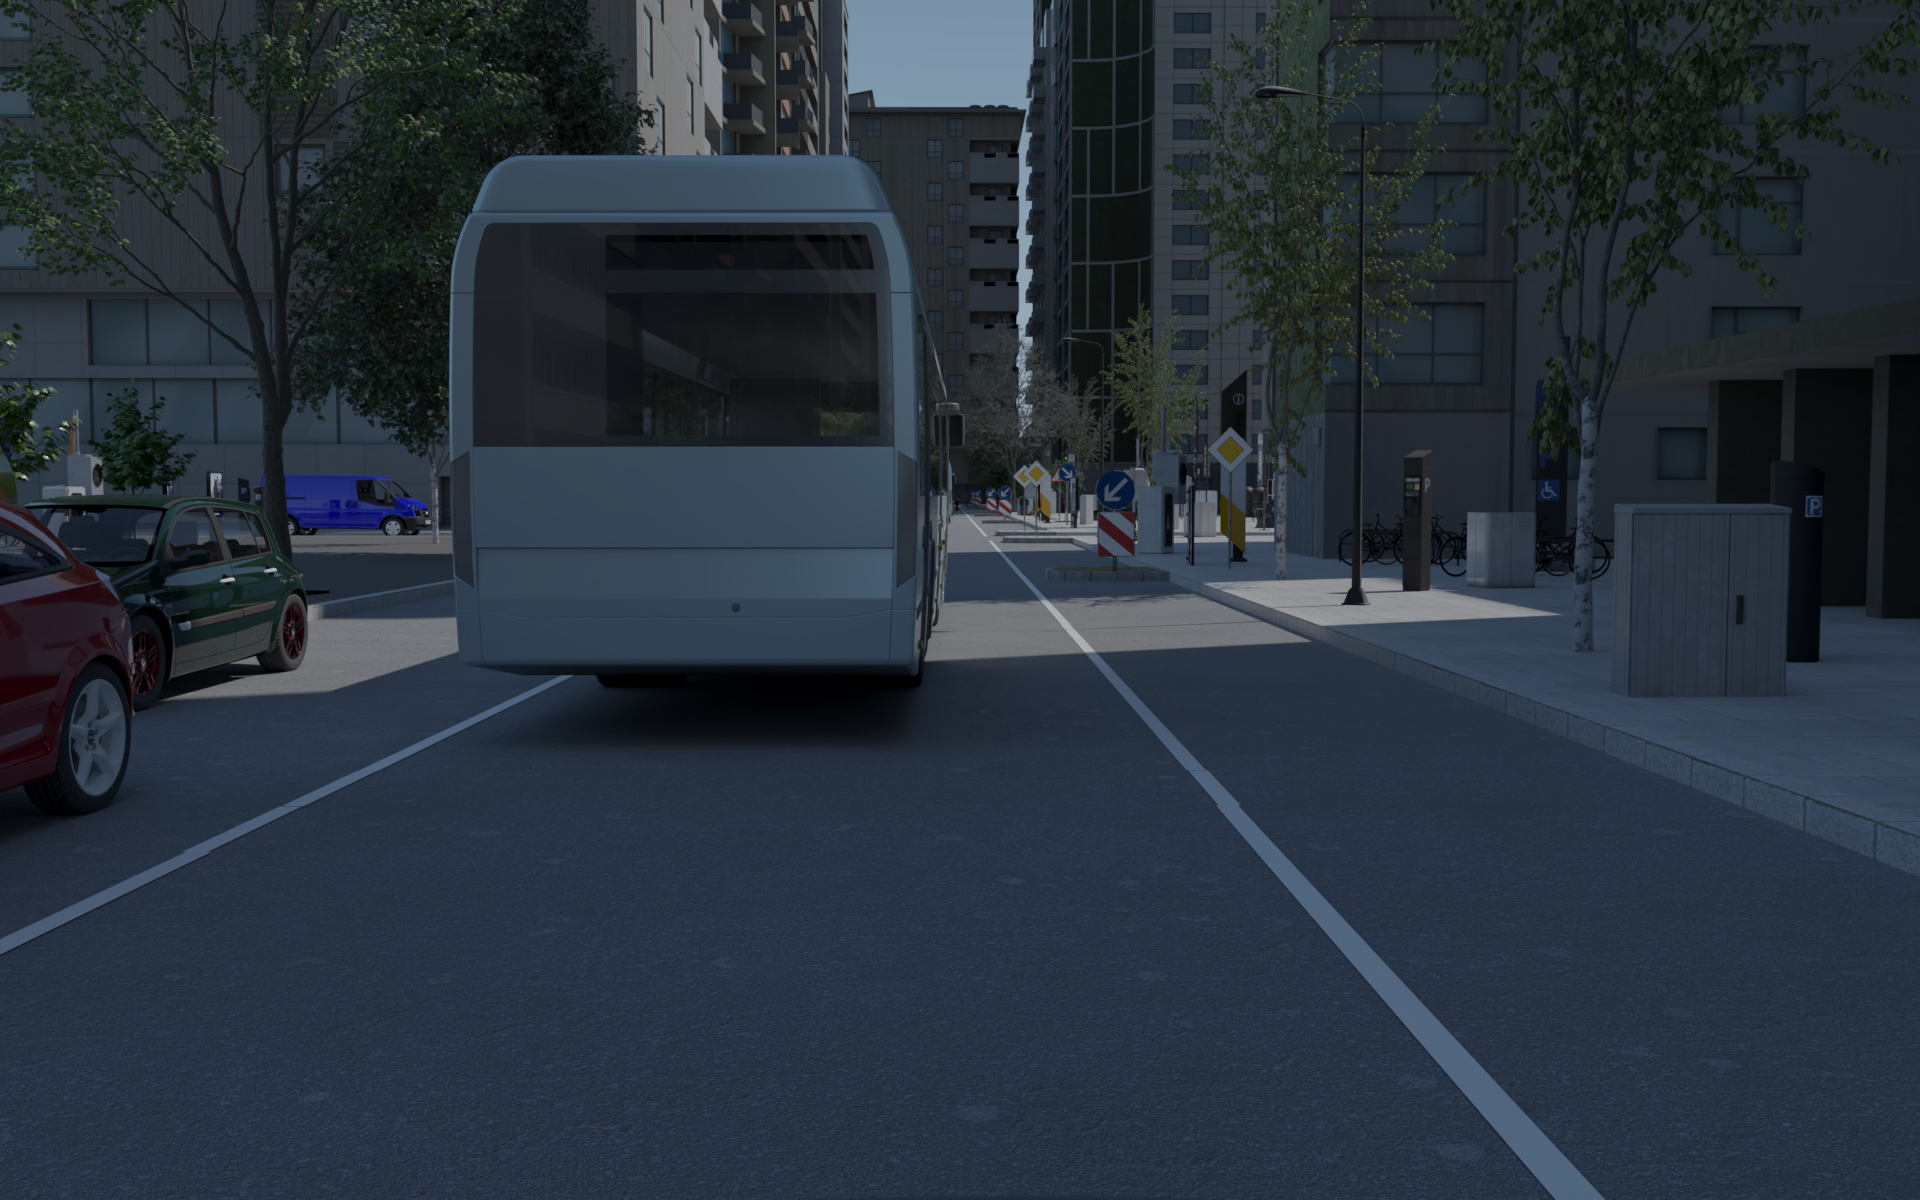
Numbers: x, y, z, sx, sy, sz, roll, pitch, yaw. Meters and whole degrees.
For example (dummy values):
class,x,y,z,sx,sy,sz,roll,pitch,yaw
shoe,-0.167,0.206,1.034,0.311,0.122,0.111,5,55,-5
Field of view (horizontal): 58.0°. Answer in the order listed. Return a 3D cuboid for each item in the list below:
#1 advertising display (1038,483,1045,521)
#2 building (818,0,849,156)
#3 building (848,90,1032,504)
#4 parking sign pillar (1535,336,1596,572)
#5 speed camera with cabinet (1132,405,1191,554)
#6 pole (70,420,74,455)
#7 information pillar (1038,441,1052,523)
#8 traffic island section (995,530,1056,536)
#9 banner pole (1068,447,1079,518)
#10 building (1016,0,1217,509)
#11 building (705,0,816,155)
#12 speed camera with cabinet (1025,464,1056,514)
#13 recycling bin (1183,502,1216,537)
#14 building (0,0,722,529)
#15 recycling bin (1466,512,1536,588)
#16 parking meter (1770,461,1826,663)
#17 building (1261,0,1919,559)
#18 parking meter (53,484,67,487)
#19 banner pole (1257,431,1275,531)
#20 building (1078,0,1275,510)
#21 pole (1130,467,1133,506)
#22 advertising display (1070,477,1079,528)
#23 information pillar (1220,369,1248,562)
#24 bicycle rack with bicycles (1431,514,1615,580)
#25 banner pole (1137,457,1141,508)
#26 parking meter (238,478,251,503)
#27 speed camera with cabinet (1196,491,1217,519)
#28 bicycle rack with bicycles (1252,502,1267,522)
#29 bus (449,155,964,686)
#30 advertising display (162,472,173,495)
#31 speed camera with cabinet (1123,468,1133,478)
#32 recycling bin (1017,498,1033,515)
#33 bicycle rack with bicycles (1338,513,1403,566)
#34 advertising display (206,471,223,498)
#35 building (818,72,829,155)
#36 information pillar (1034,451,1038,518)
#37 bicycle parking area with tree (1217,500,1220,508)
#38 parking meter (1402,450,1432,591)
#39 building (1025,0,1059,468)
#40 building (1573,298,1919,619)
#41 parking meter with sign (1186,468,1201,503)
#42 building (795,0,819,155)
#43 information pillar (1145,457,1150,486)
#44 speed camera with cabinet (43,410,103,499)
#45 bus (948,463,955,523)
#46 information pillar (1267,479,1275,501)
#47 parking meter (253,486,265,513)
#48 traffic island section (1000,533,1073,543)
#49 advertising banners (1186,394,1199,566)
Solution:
class,x,y,z,sx,sy,sz,roll,pitch,yaw
advertising display,3.938,-4.663,81.453,0.123,1.923,0.974,2,4,29
building,-26.895,-40.055,196.904,28.212,58.520,21.231,0,4,0
building,-3.265,-39.475,234.657,27.495,52.752,28.713,0,4,0
parking sign pillar,9.953,-2.485,29.099,1.447,3.967,1.447,1,4,23
speed camera with cabinet,4.433,-2.659,37.808,0.660,3.252,2.038,1,4,22
pole,-24.403,-3.298,47.772,0.158,3.312,0.155,0,3,0
information pillar,3.779,-5.173,75.927,0.504,3.616,0.183,-2,4,-31
traffic island section,2.243,-2.291,59.741,2.009,0.180,2.903,0,4,0
banner pole,6.041,-6.226,91.806,0.863,3.779,0.401,-2,4,-34
building,16.702,-46.328,195.717,20.563,71.187,20.611,0,4,0
building,-21.190,-28.149,114.863,22.147,44.769,28.867,0,4,0
speed camera with cabinet,5.292,-7.308,113.822,2.038,3.252,0.660,0,4,1
recycling bin,7.166,-2.396,51.734,0.722,1.027,0.722,-3,4,-38
building,-25.062,-29.671,74.358,28.713,52.752,27.495,0,4,0
recycling bin,7.466,-0.694,23.906,0.722,1.027,0.722,0,4,-5
parking meter,6.418,-0.299,13.308,0.372,1.533,0.369,0,3,0
building,14.123,-21.783,39.754,14.154,41.232,14.086,0,4,0
parking meter,-22.255,-2.103,42.793,0.372,1.533,0.369,0,3,0
banner pole,10.595,-4.328,60.776,0.401,3.779,0.863,2,4,33
building,16.818,-43.185,144.321,20.563,71.187,20.611,0,4,0
pole,12.907,-8.360,130.529,0.158,3.312,0.155,0,3,0
advertising display,4.280,-3.656,64.993,0.123,1.923,0.974,-1,4,-9
information pillar,5.185,-2.531,32.729,0.504,3.616,0.183,1,4,18
bicycle rack with bicycles,8.842,-0.808,26.592,2.925,0.926,2.852,0,4,2
banner pole,10.684,-6.948,103.624,0.401,3.779,0.863,-1,4,-11
parking meter,-25.404,-3.412,61.489,0.399,1.863,0.255,-2,4,-26
speed camera with cabinet,12.012,-5.729,88.007,2.038,3.252,0.660,-1,4,-10
bicycle rack with bicycles,13.560,-4.153,81.289,2.852,0.926,2.925,2,4,28
bus,-1.462,-1.296,16.052,2.948,3.499,13.247,0,4,0
advertising display,-20.036,-2.361,43.822,0.123,1.923,0.974,-1,4,-17
speed camera with cabinet,6.903,-4.168,62.484,2.038,3.252,0.660,-2,4,-25
recycling bin,4.003,-5.735,106.319,0.722,1.027,0.722,-3,5,-44
bicycle rack with bicycles,8.204,-1.121,31.706,2.925,0.926,2.852,0,4,2
advertising display,-21.291,-2.709,49.501,0.123,1.923,0.974,0,4,-4
building,-19.692,-29.312,162.852,14.154,41.232,14.086,0,4,0
information pillar,4.290,-6.309,94.503,0.504,3.616,0.183,2,4,34
bicycle parking area with tree,20.810,-7.771,114.058,8.231,4.147,9.016,2,4,23
parking meter,6.052,-1.053,22.926,0.255,1.863,0.399,3,4,38
building,17.908,-33.719,170.915,23.786,49.044,30.456,0,4,0
building,19.152,-21.625,8.193,22.147,44.769,28.867,0,4,0
parking meter with sign,15.311,-7.359,116.572,1.738,3.016,0.543,-1,4,-11
building,-23.201,-31.871,144.795,21.300,48.544,21.600,0,4,0
information pillar,11.975,-7.297,110.661,0.183,3.616,0.504,2,4,33
speed camera with cabinet,-20.445,-2.790,39.950,0.660,3.252,2.038,0,4,-5
bus,-1.701,-5.702,88.082,2.948,3.499,13.247,0,4,0
information pillar,15.493,-4.994,86.145,0.304,2.012,0.304,3,5,41
parking meter,-21.069,-2.676,52.162,0.372,1.533,0.369,0,3,0
traffic island section,2.298,-1.803,51.756,2.009,0.180,2.903,0,4,0
advertising banners,4.192,-2.144,31.240,0.090,3.025,2.074,0,4,4
